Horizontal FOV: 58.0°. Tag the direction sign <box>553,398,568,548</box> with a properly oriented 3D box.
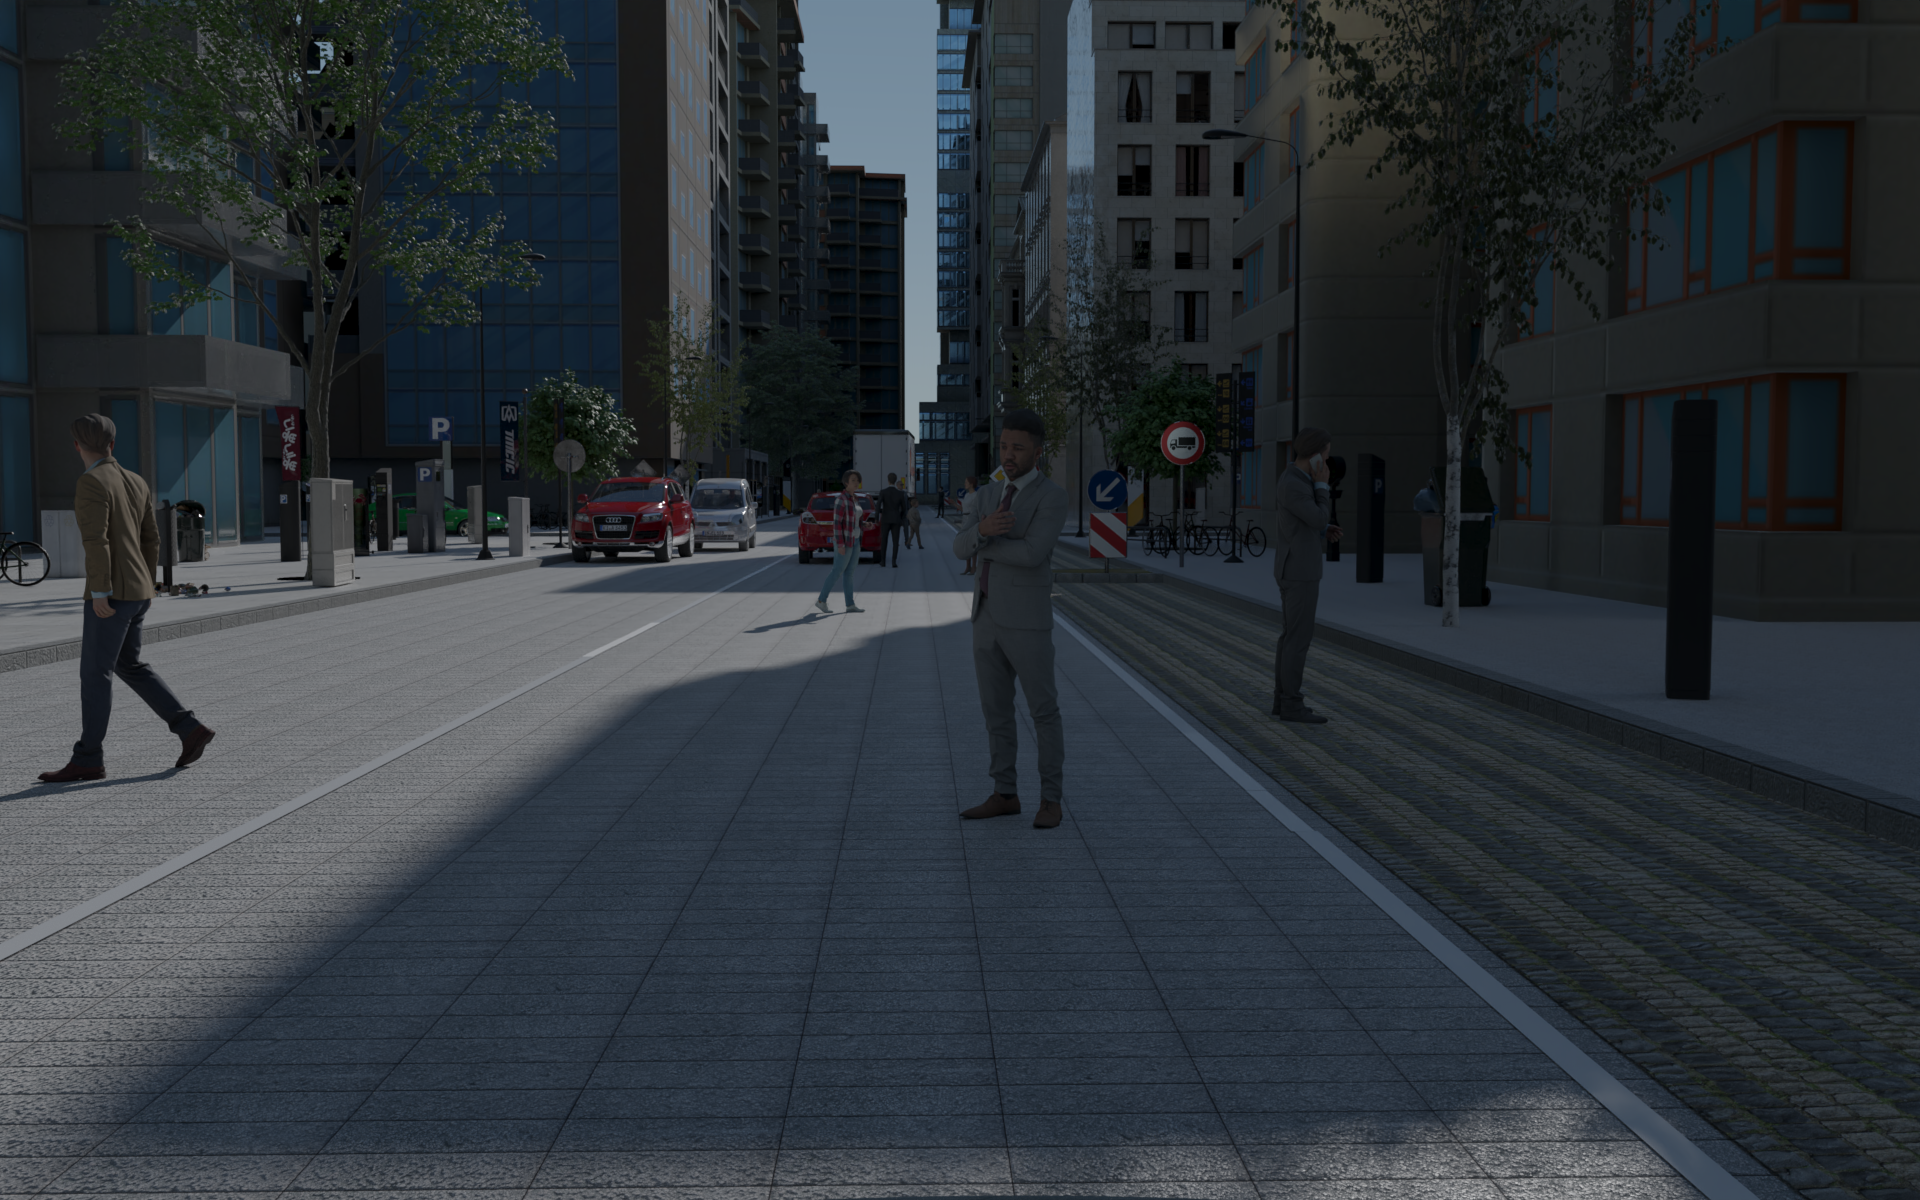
[{"bbox_3d":[-9.497,-3.003,41.093,0.379,3.537,0.876,-2,4,-27],"label":"direction sign"}]

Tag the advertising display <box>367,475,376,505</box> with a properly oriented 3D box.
[{"bbox_3d":[-19.413,-3.219,57.845,0.123,1.923,0.974,1,4,19],"label":"advertising display"}]

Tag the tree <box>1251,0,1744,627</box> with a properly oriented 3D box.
[{"bbox_3d":[4.983,-4.042,16.456,4.360,8.622,3.978,0,3,0],"label":"tree"}]

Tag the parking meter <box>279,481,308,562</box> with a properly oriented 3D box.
[{"bbox_3d":[-12.727,-1.498,32.909,0.372,1.533,0.369,0,3,0],"label":"parking meter"}]

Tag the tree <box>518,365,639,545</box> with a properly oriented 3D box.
[{"bbox_3d":[-9.902,-3.698,44.168,4.285,4.588,4.351,0,3,0],"label":"tree"}]

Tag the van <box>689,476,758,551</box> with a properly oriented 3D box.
[{"bbox_3d":[-6.184,-2.300,44.620,2.013,2.044,4.112,0,4,-3],"label":"van"}]

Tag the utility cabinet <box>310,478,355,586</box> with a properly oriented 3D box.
[{"bbox_3d":[-8.780,-0.955,24.285,0.318,1.500,1.173,0,4,-6],"label":"utility cabinet"}]

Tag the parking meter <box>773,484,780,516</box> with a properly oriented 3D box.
[{"bbox_3d":[-10.778,-5.873,101.734,0.255,1.863,0.399,-3,4,-38],"label":"parking meter"}]

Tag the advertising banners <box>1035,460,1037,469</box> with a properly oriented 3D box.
[{"bbox_3d":[2.855,-3.997,61.544,0.090,3.025,2.074,-1,4,-12],"label":"advertising banners"}]

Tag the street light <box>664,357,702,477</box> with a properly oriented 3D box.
[{"bbox_3d":[-9.416,-5.264,58.610,1.470,5.913,1.316,0,4,-2],"label":"street light"}]

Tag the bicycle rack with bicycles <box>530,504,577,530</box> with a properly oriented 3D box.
[{"bbox_3d":[-14.968,-3.022,62.797,2.925,0.926,2.852,2,4,30],"label":"bicycle rack with bicycles"}]

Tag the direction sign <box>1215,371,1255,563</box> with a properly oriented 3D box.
[{"bbox_3d":[5.126,-2.467,32.333,0.379,3.537,0.876,-3,5,-44],"label":"direction sign"}]

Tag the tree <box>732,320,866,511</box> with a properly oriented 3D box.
[{"bbox_3d":[-12.027,-13.509,127.527,9.857,13.997,8.962,0,3,0],"label":"tree"}]

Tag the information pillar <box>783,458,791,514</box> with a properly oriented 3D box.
[{"bbox_3d":[-10.973,-7.250,109.895,0.504,3.616,0.183,1,4,11],"label":"information pillar"}]

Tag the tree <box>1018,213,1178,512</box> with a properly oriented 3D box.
[{"bbox_3d":[3.788,-5.783,44.909,4.360,8.622,3.978,0,3,0],"label":"tree"}]

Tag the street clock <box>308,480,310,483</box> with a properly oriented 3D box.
[{"bbox_3d":[-31.951,-4.952,85.530,0.471,2.002,0.358,2,4,35],"label":"street clock"}]

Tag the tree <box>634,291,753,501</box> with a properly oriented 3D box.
[{"bbox_3d":[-9.854,-6.938,63.798,4.737,8.622,4.395,0,3,0],"label":"tree"}]

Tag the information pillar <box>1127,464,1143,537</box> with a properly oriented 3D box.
[{"bbox_3d":[5.231,-3.690,51.690,0.504,3.616,0.183,2,4,32],"label":"information pillar"}]

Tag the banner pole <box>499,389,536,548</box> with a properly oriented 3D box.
[{"bbox_3d":[-10.531,-3.126,41.131,0.863,3.779,0.401,-2,4,-35],"label":"banner pole"}]

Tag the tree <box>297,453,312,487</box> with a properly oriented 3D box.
[{"bbox_3d":[-35.378,-6.530,90.478,4.285,4.588,4.351,0,3,0],"label":"tree"}]

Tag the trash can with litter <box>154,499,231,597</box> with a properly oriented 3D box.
[{"bbox_3d":[-10.288,-0.688,22.309,1.678,1.210,2.233,-2,4,-31],"label":"trash can with litter"}]

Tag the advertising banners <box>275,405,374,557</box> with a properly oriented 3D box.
[{"bbox_3d":[-12.832,-2.374,35.004,0.090,3.025,2.074,3,5,40],"label":"advertising banners"}]

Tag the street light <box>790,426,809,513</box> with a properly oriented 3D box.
[{"bbox_3d":[-10.943,-8.863,117.444,1.470,5.913,1.316,0,4,-2],"label":"street light"}]

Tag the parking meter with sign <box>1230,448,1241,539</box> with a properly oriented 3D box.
[{"bbox_3d":[7.779,-3.167,48.048,0.543,3.016,1.738,1,4,18],"label":"parking meter with sign"}]

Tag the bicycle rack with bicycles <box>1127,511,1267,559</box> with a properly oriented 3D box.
[{"bbox_3d":[4.601,-1.373,35.830,2.852,0.926,2.925,-1,4,-23],"label":"bicycle rack with bicycles"}]

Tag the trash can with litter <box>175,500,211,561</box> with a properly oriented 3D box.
[{"bbox_3d":[-14.665,-1.322,33.006,0.624,1.170,1.055,-1,4,-14],"label":"trash can with litter"}]

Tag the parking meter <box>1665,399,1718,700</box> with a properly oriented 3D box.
[{"bbox_3d":[4.612,-0.319,10.928,0.255,1.863,0.399,1,4,20],"label":"parking meter"}]

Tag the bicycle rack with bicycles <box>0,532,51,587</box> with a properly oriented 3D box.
[{"bbox_3d":[-14.122,-0.645,23.931,2.925,0.926,2.852,-1,4,-10],"label":"bicycle rack with bicycles"}]

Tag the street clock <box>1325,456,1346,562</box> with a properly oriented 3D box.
[{"bbox_3d":[7.097,-1.732,32.896,0.358,2.002,0.471,-1,4,-22],"label":"street clock"}]

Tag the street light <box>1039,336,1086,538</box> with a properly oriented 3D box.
[{"bbox_3d":[3.030,-4.803,51.073,1.470,5.913,1.316,0,4,-2],"label":"street light"}]

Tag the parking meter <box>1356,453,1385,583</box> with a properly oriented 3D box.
[{"bbox_3d":[5.944,-1.183,25.057,0.399,1.863,0.255,-3,5,-43],"label":"parking meter"}]

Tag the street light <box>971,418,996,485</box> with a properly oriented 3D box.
[{"bbox_3d":[1.597,-8.122,105.343,1.470,5.913,1.316,0,4,-2],"label":"street light"}]

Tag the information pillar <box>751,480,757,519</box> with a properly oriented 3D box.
[{"bbox_3d":[-10.775,-5.237,90.117,0.304,2.012,0.304,2,4,32],"label":"information pillar"}]

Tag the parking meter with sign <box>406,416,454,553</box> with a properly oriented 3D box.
[{"bbox_3d":[-11.695,-2.562,38.152,0.543,3.016,1.738,0,4,3],"label":"parking meter with sign"}]

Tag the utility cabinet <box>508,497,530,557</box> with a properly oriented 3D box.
[{"bbox_3d":[-9.147,-1.518,35.984,0.306,1.237,1.020,0,4,-5],"label":"utility cabinet"}]

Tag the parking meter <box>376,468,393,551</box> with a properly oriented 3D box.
[{"bbox_3d":[-12.945,-2.032,38.941,0.255,1.863,0.399,0,3,0],"label":"parking meter"}]

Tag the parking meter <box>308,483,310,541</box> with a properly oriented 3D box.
[{"bbox_3d":[-14.722,-1.904,39.546,0.372,1.533,0.369,0,3,0],"label":"parking meter"}]

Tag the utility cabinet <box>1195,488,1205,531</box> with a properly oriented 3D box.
[{"bbox_3d":[8.194,-3.085,59.126,0.318,1.500,1.173,0,4,6],"label":"utility cabinet"}]

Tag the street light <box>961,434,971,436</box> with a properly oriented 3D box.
[{"bbox_3d":[0.789,-9.887,134.188,1.470,5.913,1.316,0,4,-2],"label":"street light"}]

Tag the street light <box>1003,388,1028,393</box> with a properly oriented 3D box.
[{"bbox_3d":[2.486,-6.308,75.678,1.470,5.913,1.316,0,4,-2],"label":"street light"}]

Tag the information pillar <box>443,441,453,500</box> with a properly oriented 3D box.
[{"bbox_3d":[-17.389,-4.124,58.782,0.504,3.616,0.183,2,4,33],"label":"information pillar"}]

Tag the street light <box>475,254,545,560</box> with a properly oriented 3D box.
[{"bbox_3d":[-8.718,-3.735,33.616,1.470,5.913,1.316,0,4,-2],"label":"street light"}]

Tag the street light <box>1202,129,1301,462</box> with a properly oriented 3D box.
[{"bbox_3d":[3.776,-3.039,22.227,1.470,5.913,1.316,0,4,-2],"label":"street light"}]

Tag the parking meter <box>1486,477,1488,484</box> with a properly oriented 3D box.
[{"bbox_3d":[6.757,-0.883,22.855,0.372,1.533,0.369,0,3,0],"label":"parking meter"}]

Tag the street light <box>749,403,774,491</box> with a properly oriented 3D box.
[{"bbox_3d":[-10.129,-7.059,87.951,1.470,5.913,1.316,0,4,-2],"label":"street light"}]

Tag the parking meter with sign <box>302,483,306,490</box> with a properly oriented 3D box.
[{"bbox_3d":[-44.517,-7.451,118.084,1.738,3.016,0.543,0,4,-4],"label":"parking meter with sign"}]

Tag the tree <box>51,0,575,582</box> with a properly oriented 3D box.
[{"bbox_3d":[-9.415,-6.096,25.419,9.928,11.665,9.643,0,3,0],"label":"tree"}]

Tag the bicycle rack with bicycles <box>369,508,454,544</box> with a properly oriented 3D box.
[{"bbox_3d":[-14.416,-1.924,44.841,2.852,0.926,2.925,-1,4,-15],"label":"bicycle rack with bicycles"}]

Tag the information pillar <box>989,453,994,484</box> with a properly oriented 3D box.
[{"bbox_3d":[1.798,-6.596,99.202,0.183,3.616,0.504,2,4,24],"label":"information pillar"}]

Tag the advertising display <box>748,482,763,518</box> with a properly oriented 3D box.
[{"bbox_3d":[-10.875,-5.280,91.535,0.974,1.923,0.123,1,4,17],"label":"advertising display"}]

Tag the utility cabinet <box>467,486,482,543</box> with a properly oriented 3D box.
[{"bbox_3d":[-12.577,-2.223,45.019,0.318,1.500,1.173,-2,4,-24],"label":"utility cabinet"}]

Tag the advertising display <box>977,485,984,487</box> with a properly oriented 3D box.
[{"bbox_3d":[1.425,-6.989,119.478,0.123,1.923,0.974,2,4,29],"label":"advertising display"}]
